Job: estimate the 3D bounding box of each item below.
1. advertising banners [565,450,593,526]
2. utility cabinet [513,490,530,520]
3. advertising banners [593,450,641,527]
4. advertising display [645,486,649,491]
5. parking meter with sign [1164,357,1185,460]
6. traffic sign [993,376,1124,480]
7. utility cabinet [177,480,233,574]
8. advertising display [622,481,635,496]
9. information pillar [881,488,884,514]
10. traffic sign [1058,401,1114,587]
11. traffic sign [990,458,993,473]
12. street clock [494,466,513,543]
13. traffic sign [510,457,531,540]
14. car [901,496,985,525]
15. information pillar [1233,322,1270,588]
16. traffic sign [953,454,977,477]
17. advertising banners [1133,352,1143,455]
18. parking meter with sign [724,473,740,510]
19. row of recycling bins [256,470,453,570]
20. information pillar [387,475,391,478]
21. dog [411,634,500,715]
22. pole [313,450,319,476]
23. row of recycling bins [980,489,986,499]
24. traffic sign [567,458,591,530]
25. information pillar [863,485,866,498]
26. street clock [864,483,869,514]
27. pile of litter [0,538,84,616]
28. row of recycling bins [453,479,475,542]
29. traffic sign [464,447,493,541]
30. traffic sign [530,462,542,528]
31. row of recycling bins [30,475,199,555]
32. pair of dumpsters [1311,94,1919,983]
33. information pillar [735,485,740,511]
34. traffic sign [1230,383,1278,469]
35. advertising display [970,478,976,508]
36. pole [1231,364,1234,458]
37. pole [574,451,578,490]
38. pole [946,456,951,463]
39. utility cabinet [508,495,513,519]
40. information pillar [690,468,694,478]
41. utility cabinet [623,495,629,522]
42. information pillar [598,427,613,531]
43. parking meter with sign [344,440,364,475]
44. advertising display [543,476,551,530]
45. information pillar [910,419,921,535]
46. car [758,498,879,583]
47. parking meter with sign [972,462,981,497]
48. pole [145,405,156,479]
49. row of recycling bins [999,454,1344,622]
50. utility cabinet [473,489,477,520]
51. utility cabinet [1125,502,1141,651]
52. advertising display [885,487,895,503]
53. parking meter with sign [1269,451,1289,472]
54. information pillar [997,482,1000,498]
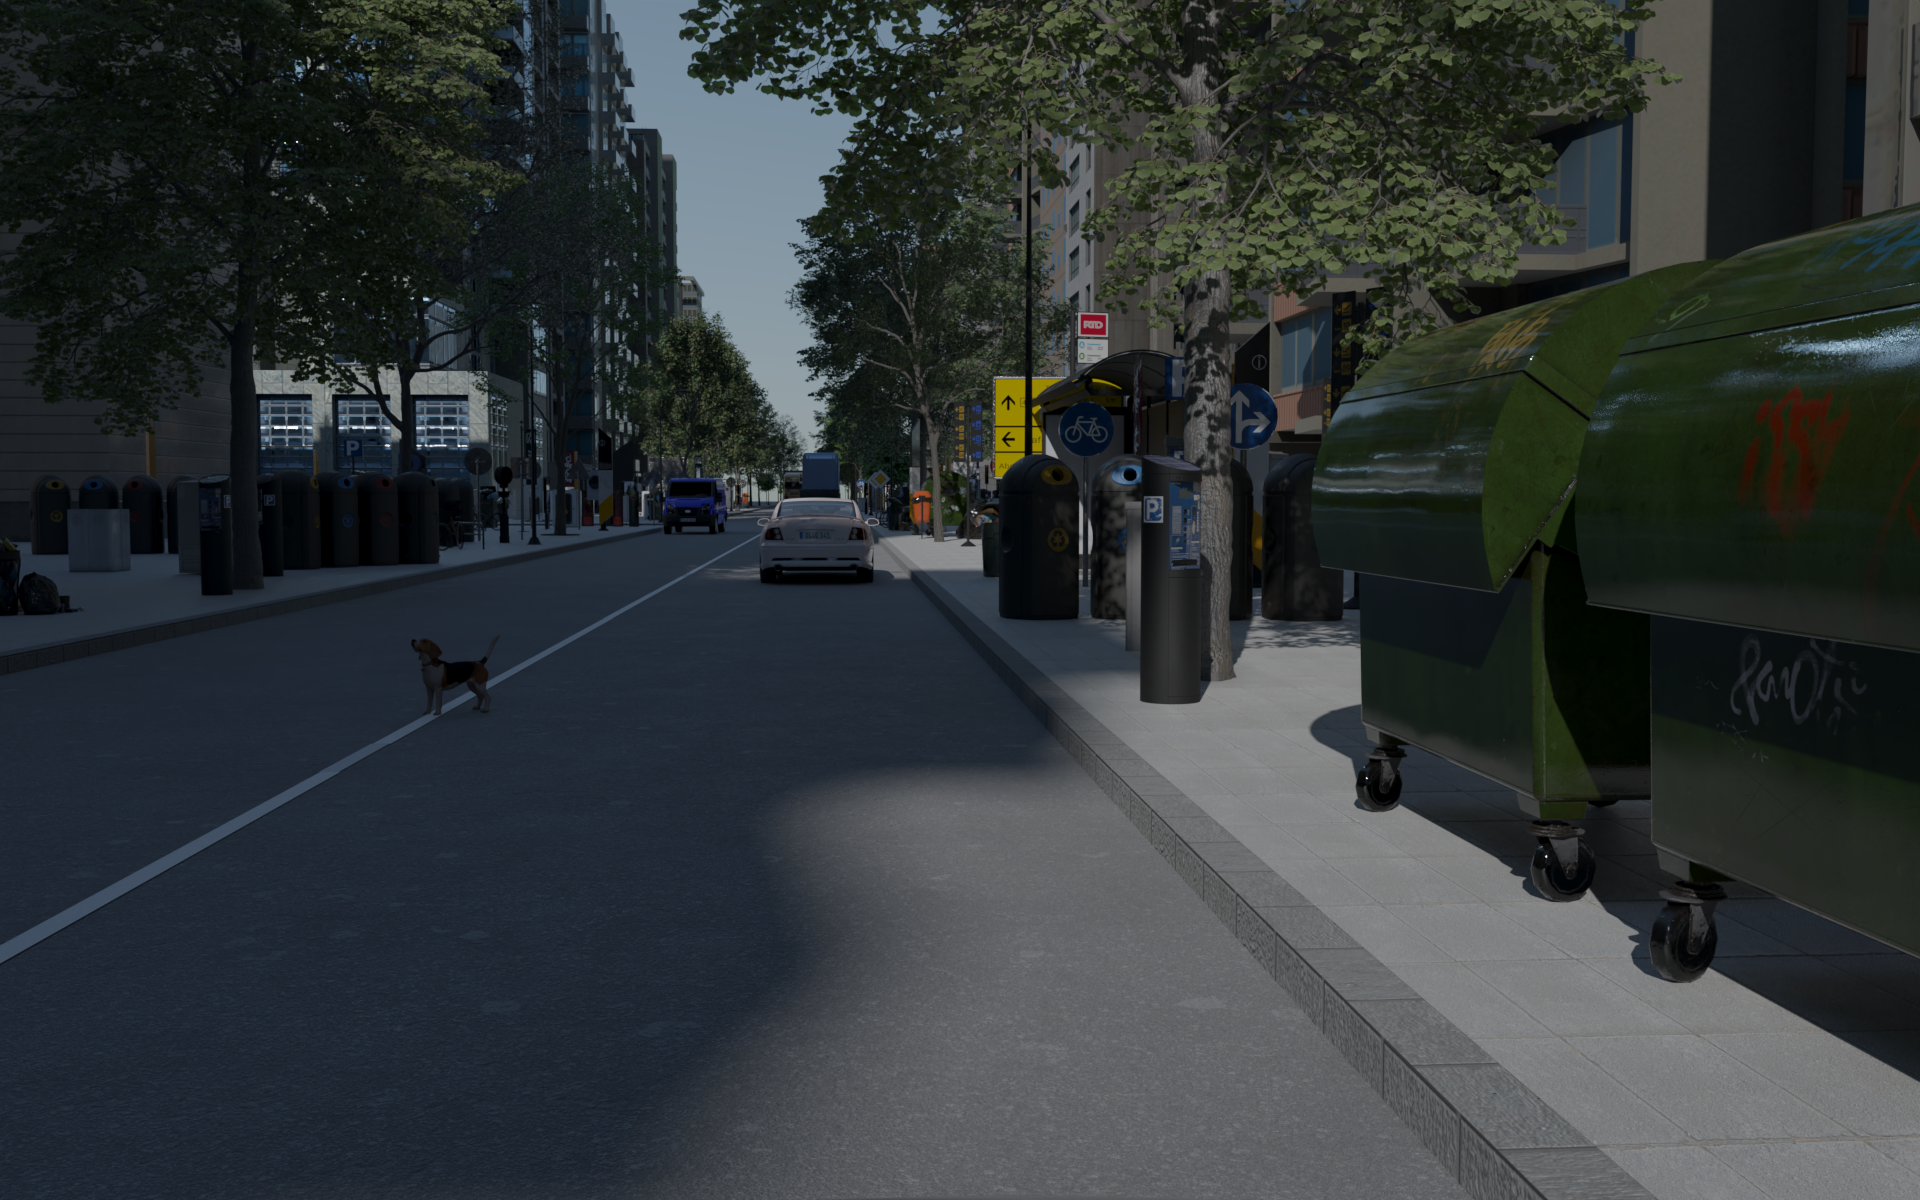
[{"bbox_3d":[-14.783,-4.443,68.831,2.074,3.025,0.090,-1,4,-11],"label":"advertising banners"},{"bbox_3d":[-21.584,-4.718,85.816,0.318,1.500,1.173,3,5,40],"label":"utility cabinet"},{"bbox_3d":[-13.450,-4.401,68.141,2.074,3.025,0.090,2,4,23],"label":"advertising banners"},{"bbox_3d":[-23.674,-7.789,132.561,0.974,1.923,0.123,-3,4,-39],"label":"advertising display"},{"bbox_3d":[2.947,-1.628,22.887,0.543,3.016,1.738,0,4,5],"label":"parking meter with sign"},{"bbox_3d":[1.696,-2.206,29.937,2.265,3.308,0.079,0,4,1],"label":"traffic sign"},{"bbox_3d":[-11.906,-1.152,27.511,1.173,1.500,0.318,2,4,27],"label":"utility cabinet"},{"bbox_3d":[-15.853,-4.747,82.830,0.123,1.923,0.974,1,4,21],"label":"advertising display"},{"bbox_3d":[-4.943,-7.300,110.703,0.183,3.616,0.504,0,4,1],"label":"information pillar"},{"bbox_3d":[1.737,-1.456,23.910,0.768,2.556,0.104,0,4,0],"label":"traffic sign"},{"bbox_3d":[1.328,-3.343,54.772,0.768,2.556,0.104,0,4,2],"label":"traffic sign"},{"bbox_3d":[-11.941,-2.494,45.348,0.358,2.002,0.471,2,4,26],"label":"street clock"},{"bbox_3d":[-12.208,-2.820,48.231,0.606,2.300,0.079,0,4,1],"label":"traffic sign"},{"bbox_3d":[-0.542,-3.766,73.373,4.920,1.459,2.131,0,4,-4],"label":"car"},{"bbox_3d":[3.982,-1.972,23.601,0.504,3.616,0.183,0,4,-6],"label":"information pillar"},{"bbox_3d":[0.148,-3.350,54.879,0.768,2.556,0.104,0,4,4],"label":"traffic sign"},{"bbox_3d":[2.155,-1.605,22.428,0.090,3.025,2.074,0,4,-4],"label":"advertising banners"},{"bbox_3d":[-19.175,-9.023,143.789,1.738,3.016,0.543,2,4,25],"label":"parking meter with sign"},{"bbox_3d":[-10.768,-1.445,30.745,1.069,1.692,3.534,2,4,29],"label":"row of recycling bins"},{"bbox_3d":[-22.544,-3.897,68.215,0.304,2.012,0.304,-1,4,-14],"label":"information pillar"},{"bbox_3d":[-3.286,0.488,11.305,0.406,0.507,0.540,0,4,5],"label":"dog"},{"bbox_3d":[-29.500,-5.232,79.390,0.158,3.312,0.155,0,3,0],"label":"pole"},{"bbox_3d":[1.122,-7.457,129.030,1.069,1.692,3.534,2,4,30],"label":"row of recycling bins"},{"bbox_3d":[-13.675,-3.800,62.140,0.884,2.594,0.081,0,4,3],"label":"traffic sign"},{"bbox_3d":[-7.884,-8.504,143.535,0.304,2.012,0.304,0,4,-6],"label":"information pillar"},{"bbox_3d":[-5.906,-6.382,108.910,0.358,2.002,0.471,0,4,-1],"label":"street clock"},{"bbox_3d":[-10.320,-0.274,18.441,1.719,0.858,1.176,-1,4,-21],"label":"pile of litter"},{"bbox_3d":[-13.793,-2.325,45.128,1.069,1.692,3.534,1,4,16],"label":"row of recycling bins"},{"bbox_3d":[-13.094,-2.874,47.099,0.768,2.556,0.104,0,4,0],"label":"traffic sign"},{"bbox_3d":[-15.974,-3.942,64.564,0.768,2.556,0.104,0,4,1],"label":"traffic sign"},{"bbox_3d":[-18.027,-1.837,37.140,3.534,1.692,1.069,-1,4,-11],"label":"row of recycling bins"},{"bbox_3d":[2.372,-0.152,4.973,1.574,2.255,4.437,0,4,-4],"label":"pair of dumpsters"},{"bbox_3d":[-17.203,-7.916,133.914,0.304,2.012,0.304,-2,4,-35],"label":"information pillar"},{"bbox_3d":[3.262,-1.214,19.955,0.768,2.556,0.104,0,4,1],"label":"traffic sign"},{"bbox_3d":[0.405,-3.996,70.551,0.123,1.923,0.974,2,4,24],"label":"advertising display"},{"bbox_3d":[4.334,-2.037,27.152,0.158,3.312,0.155,0,3,0],"label":"pole"},{"bbox_3d":[-18.326,-5.430,82.616,0.158,3.312,0.155,0,3,0],"label":"pole"},{"bbox_3d":[-0.541,-5.408,82.263,0.158,3.312,0.155,0,3,0],"label":"pole"},{"bbox_3d":[-23.081,-4.780,89.313,1.020,1.237,0.306,3,5,39],"label":"utility cabinet"},{"bbox_3d":[-21.205,-8.912,137.067,0.504,3.616,0.183,3,4,38],"label":"information pillar"},{"bbox_3d":[-15.079,-4.160,79.184,0.306,1.237,1.020,1,4,18],"label":"utility cabinet"},{"bbox_3d":[-12.369,-4.222,60.382,0.504,3.616,0.183,0,4,-3],"label":"information pillar"},{"bbox_3d":[-19.427,-3.667,56.210,0.543,3.016,1.738,0,4,-3],"label":"parking meter with sign"},{"bbox_3d":[-15.040,-3.538,63.060,0.123,1.923,0.974,0,4,-6],"label":"advertising display"},{"bbox_3d":[-1.402,-3.836,54.075,0.183,3.616,0.504,2,4,30],"label":"information pillar"},{"bbox_3d":[-2.408,-1.041,29.386,2.083,1.381,4.827,0,4,-4],"label":"car"},{"bbox_3d":[0.733,-5.185,81.040,0.543,3.016,1.738,1,4,9],"label":"parking meter with sign"},{"bbox_3d":[-18.609,-2.815,39.866,0.158,3.312,0.155,0,3,0],"label":"pole"},{"bbox_3d":[2.156,-0.660,17.902,3.534,1.692,1.069,0,4,4],"label":"row of recycling bins"},{"bbox_3d":[-22.164,-4.313,79.202,0.318,1.500,1.173,0,4,7],"label":"utility cabinet"},{"bbox_3d":[1.699,-0.207,14.545,0.306,1.237,1.020,2,4,25],"label":"utility cabinet"},{"bbox_3d":[-6.004,-8.631,146.336,0.974,1.923,0.123,1,4,14],"label":"advertising display"},{"bbox_3d":[5.389,-2.068,30.073,0.543,3.016,1.738,3,4,39],"label":"parking meter with sign"},{"bbox_3d":[2.509,-6.337,108.109,0.304,2.012,0.304,-3,4,-37],"label":"information pillar"}]
